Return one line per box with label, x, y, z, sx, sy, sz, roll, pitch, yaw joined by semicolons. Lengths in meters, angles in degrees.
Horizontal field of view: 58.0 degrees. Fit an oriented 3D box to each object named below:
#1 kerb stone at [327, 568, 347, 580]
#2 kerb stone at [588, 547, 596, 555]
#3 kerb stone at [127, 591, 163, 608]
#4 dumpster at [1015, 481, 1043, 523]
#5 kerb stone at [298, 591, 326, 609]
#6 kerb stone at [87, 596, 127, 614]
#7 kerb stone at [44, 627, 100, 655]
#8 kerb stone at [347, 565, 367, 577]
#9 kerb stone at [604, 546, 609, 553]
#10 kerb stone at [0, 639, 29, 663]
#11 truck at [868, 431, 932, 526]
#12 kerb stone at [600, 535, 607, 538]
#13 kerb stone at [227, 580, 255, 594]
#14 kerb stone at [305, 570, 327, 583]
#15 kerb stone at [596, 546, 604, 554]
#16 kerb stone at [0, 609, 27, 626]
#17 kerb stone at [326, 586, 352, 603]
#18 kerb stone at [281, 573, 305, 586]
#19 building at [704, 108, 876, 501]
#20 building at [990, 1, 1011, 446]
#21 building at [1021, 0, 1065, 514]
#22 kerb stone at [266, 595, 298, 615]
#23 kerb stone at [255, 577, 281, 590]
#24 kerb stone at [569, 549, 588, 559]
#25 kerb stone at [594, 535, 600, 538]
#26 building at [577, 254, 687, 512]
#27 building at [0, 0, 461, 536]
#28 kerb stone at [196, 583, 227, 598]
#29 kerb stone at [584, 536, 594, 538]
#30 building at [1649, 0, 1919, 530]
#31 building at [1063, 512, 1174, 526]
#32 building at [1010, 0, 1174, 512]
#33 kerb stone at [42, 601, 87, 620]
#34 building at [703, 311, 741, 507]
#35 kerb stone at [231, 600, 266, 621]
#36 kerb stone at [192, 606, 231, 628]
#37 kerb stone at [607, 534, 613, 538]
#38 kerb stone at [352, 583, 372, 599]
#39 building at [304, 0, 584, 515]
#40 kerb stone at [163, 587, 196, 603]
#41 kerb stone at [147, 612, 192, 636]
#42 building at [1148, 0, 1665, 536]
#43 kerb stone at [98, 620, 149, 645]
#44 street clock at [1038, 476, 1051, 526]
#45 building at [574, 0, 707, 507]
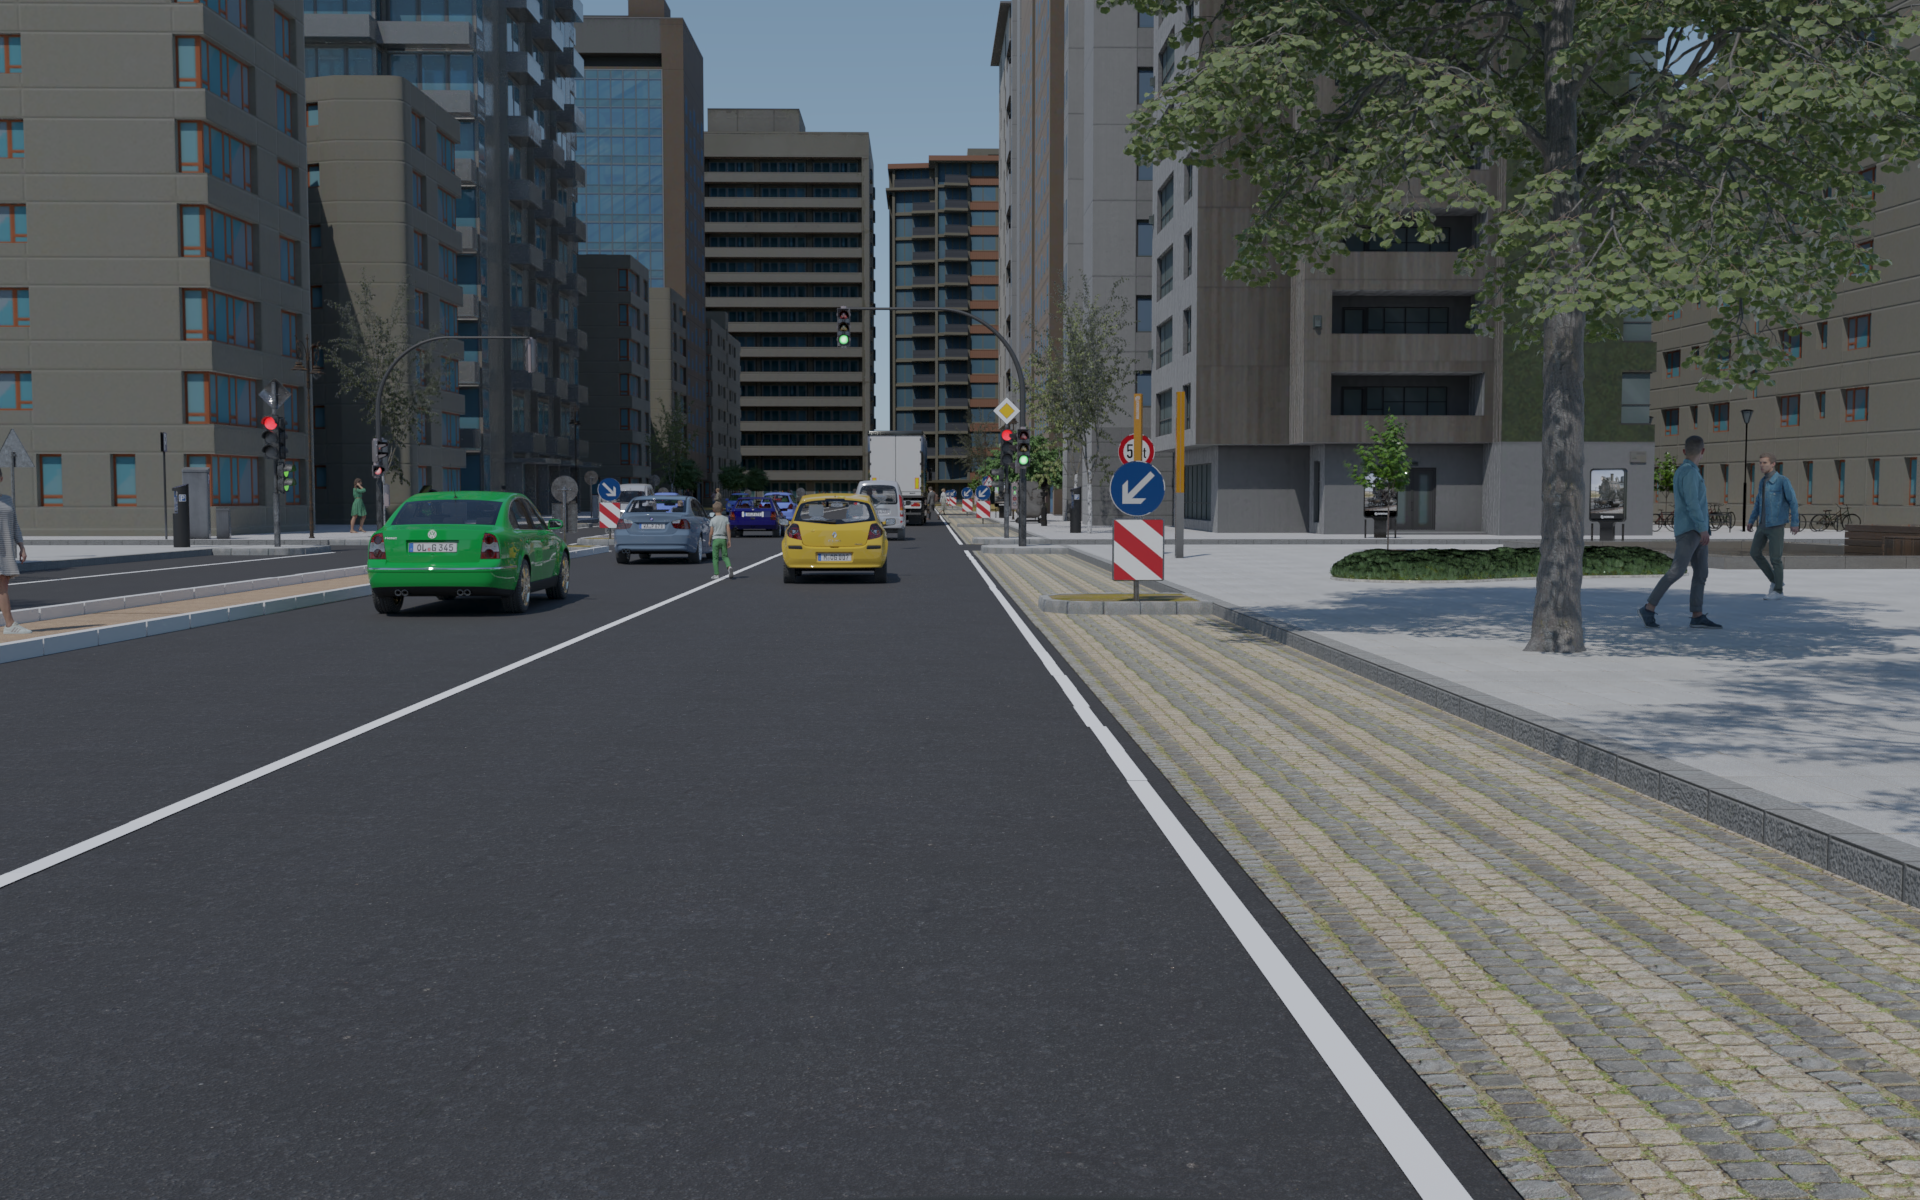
kerb stone;-10.598;-0.428;29.190;0.120;0.150;1.000;0;4;-1
kerb stone;-8.734;-1.116;40.514;0.120;0.150;1.000;0;4;-1
kerb stone;-10.445;0.011;22.019;0.120;0.150;1.000;0;4;-1
dumpster;3.052;-4.293;75.942;1.264;1.857;1.865;0;4;-1
kerb stone;-8.344;0.007;22.078;0.120;0.150;1.000;0;4;-1
kerb stone;-10.421;0.074;20.988;0.120;0.150;1.000;0;4;-1
kerb stone;-8.215;0.385;15.900;0.120;0.150;1.000;0;4;-1
kerb stone;-10.620;-0.488;30.211;0.120;0.150;1.000;0;4;-1
kerb stone;-8.779;-1.241;42.574;0.120;0.150;1.000;0;4;-1
kerb stone;-8.187;0.449;14.870;0.120;0.150;1.000;0;4;-1
truck;-2.828;-5.697;82.066;2.839;4.237;11.283;0;4;0
kerb stone;-11.101;-1.901;53.275;0.120;0.150;1.000;0;4;-1
kerb stone;-10.505;-0.177;25.094;0.120;0.150;1.000;0;4;-1
kerb stone;-10.574;-0.365;28.168;0.120;0.150;1.000;0;4;-1
kerb stone;-8.754;-1.182;41.547;0.120;0.150;1.000;0;4;-1
kerb stone;-10.385;0.200;18.931;0.120;0.150;1.000;0;4;-1
kerb stone;-8.368;-0.056;23.108;0.120;0.150;1.000;0;4;-1
kerb stone;-10.553;-0.296;27.144;0.120;0.150;1.000;0;4;-1
building;-21.754;-36.542;221.158;21.600;48.544;21.300;0;4;-1
building;18.071;-36.388;184.180;28.713;52.752;27.495;0;4;-1
building;12.061;-29.668;135.183;14.600;45.320;14.200;0;4;-1
kerb stone;-8.318;0.070;21.053;0.120;0.150;1.000;0;4;-1
kerb stone;-10.529;-0.240;26.116;0.120;0.150;1.000;0;4;-1
kerb stone;-8.709;-1.058;39.493;0.120;0.150;1.000;0;4;-1
kerb stone;-11.081;-1.832;52.253;0.120;0.150;1.000;0;4;-1
building;-37.872;-18.001;139.362;27.650;21.520;28.899;0;4;-1
building;-36.706;-13.520;66.098;27.650;21.520;28.899;0;4;-1
kerb stone;-10.482;-0.115;24.069;0.120;0.150;1.000;0;4;-1
kerb stone;-11.060;-1.774;51.224;0.120;0.150;1.000;0;4;-1
building;45.463;-13.623;67.769;28.899;21.520;27.650;0;4;-1
building;15.497;-33.048;82.328;21.231;58.520;28.212;0;4;-1
building;15.073;-37.554;156.015;21.231;58.520;28.212;0;4;-1
kerb stone;-10.403;0.138;19.966;0.120;0.150;1.000;0;4;-1
building;-39.218;-20.742;184.178;28.899;21.520;27.650;0;4;-1
kerb stone;-8.306;0.133;20.021;0.120;0.150;1.000;0;4;-1
kerb stone;-8.286;0.196;18.990;0.120;0.150;1.000;0;4;-1
kerb stone;-11.121;-1.963;54.300;0.120;0.150;1.000;0;4;-1
kerb stone;-8.396;-0.118;24.130;0.120;0.150;1.000;0;4;-1
building;-35.030;-29.560;102.908;23.786;49.044;30.456;0;4;-1
kerb stone;-10.468;-0.052;23.041;0.120;0.150;1.000;0;4;-1
kerb stone;-8.261;0.259;17.956;0.120;0.150;1.000;0;4;-1
building;14.375;-17.596;59.399;14.107;30.474;14.160;0;4;-1
kerb stone;-8.237;0.323;16.922;0.120;0.150;1.000;0;4;-1
street clock;3.359;-3.946;69.089;0.471;2.002;0.358;2;4;35
building;-31.521;-31.257;161.159;14.600;45.320;14.200;0;4;-1
